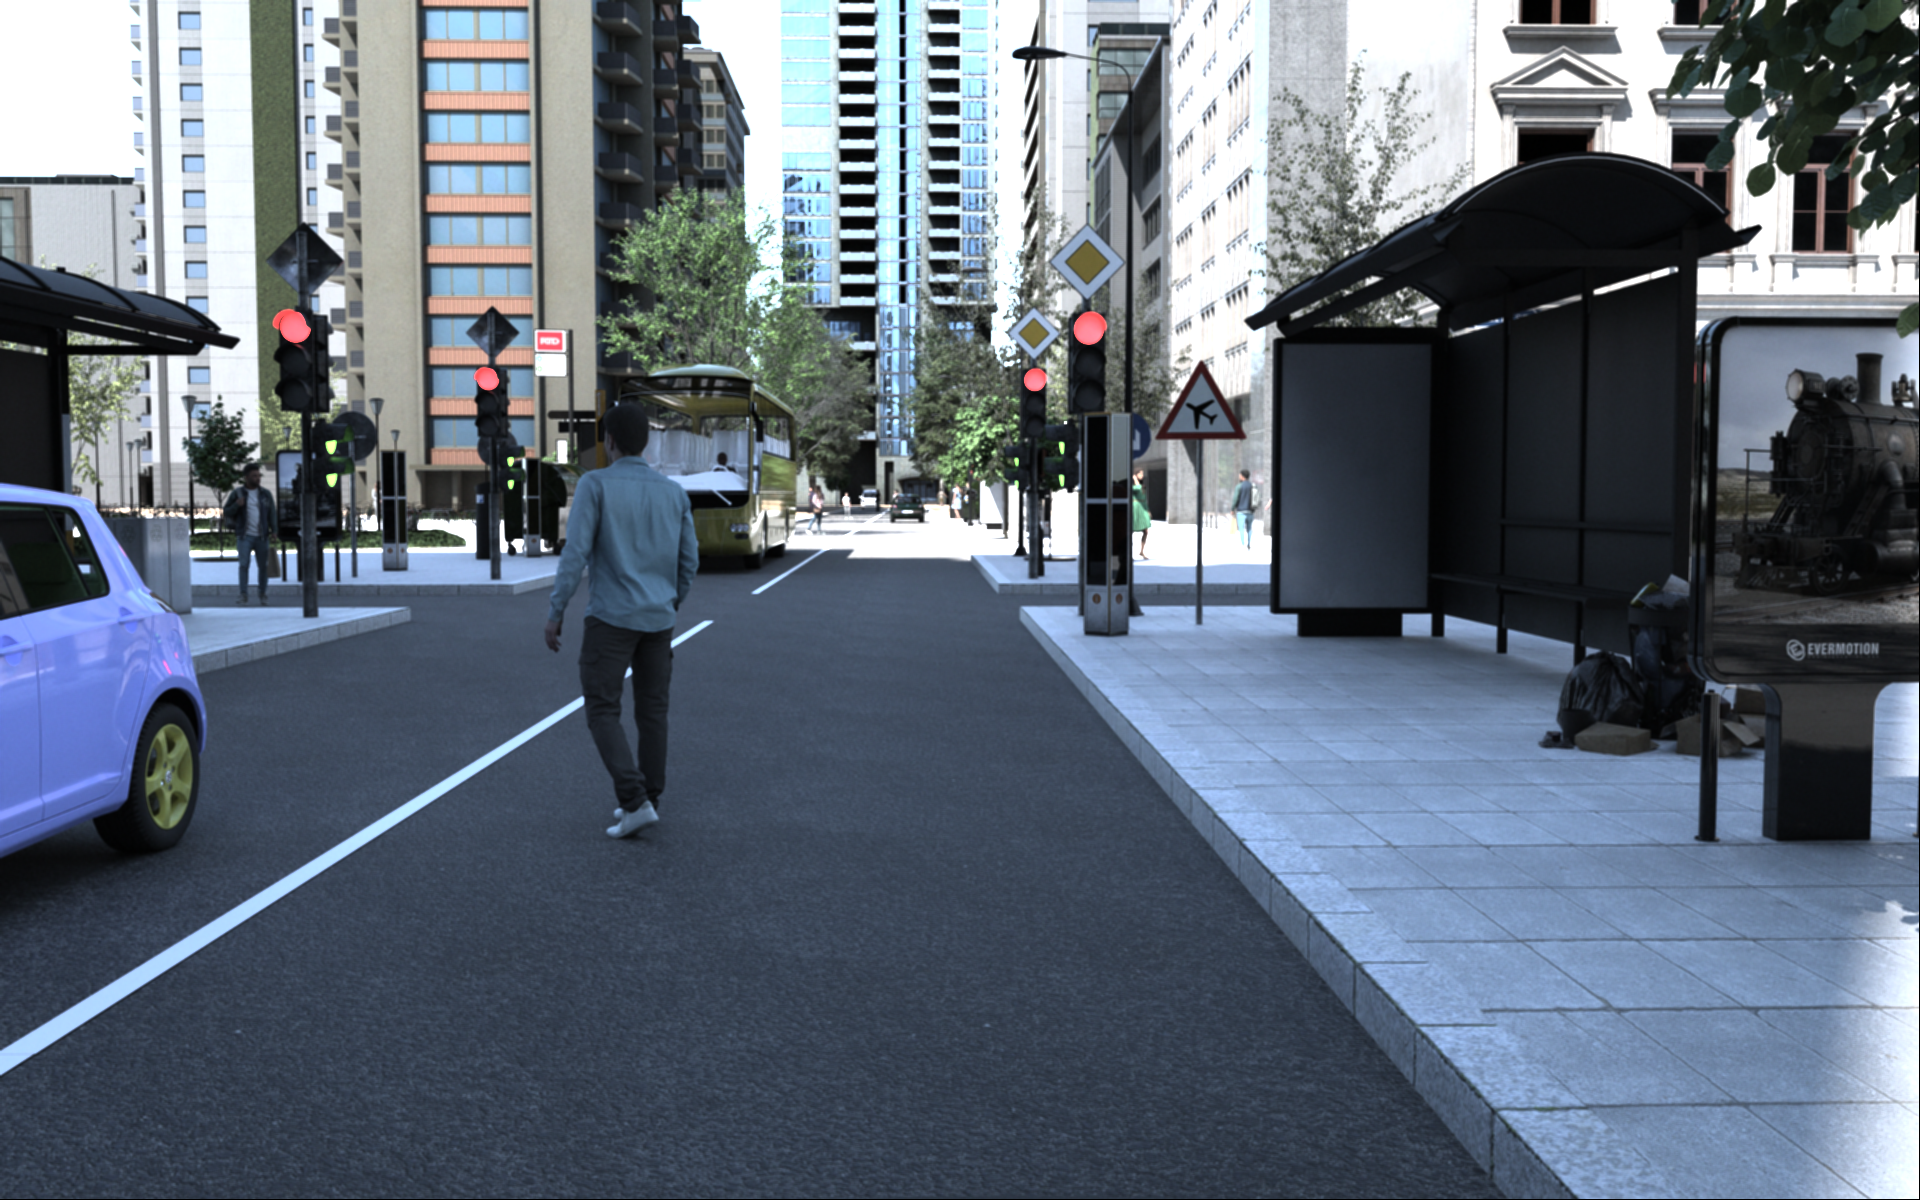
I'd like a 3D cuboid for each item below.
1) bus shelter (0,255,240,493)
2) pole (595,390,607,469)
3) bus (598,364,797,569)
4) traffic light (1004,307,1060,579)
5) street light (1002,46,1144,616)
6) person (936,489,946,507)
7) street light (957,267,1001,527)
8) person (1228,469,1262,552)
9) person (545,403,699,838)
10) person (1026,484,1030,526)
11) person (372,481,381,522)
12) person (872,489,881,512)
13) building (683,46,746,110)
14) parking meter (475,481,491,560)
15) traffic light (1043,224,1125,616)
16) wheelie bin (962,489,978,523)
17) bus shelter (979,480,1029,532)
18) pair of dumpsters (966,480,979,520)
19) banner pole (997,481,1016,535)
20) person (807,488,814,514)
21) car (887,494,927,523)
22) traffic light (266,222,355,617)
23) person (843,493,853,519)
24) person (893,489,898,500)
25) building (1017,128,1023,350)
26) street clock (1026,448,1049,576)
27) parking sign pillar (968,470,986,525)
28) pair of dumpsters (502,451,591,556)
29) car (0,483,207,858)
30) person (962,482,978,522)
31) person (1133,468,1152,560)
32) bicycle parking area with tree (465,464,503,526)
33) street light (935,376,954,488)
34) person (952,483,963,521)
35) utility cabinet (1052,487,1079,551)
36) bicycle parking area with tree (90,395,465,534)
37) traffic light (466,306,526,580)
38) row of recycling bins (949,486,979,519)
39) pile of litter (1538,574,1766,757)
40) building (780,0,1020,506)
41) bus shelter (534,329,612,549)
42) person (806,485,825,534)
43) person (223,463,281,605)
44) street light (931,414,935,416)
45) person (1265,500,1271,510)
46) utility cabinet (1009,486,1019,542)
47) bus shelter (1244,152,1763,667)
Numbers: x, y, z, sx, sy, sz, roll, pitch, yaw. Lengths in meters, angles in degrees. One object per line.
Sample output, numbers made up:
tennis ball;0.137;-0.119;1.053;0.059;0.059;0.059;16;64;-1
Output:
bus shelter;-8.263;-1.285;14.938;2.014;3.302;5.546;0;4;-2
pole;-7.018;-2.450;33.908;0.158;3.312;0.155;0;3;0
bus;-5.081;-2.743;36.390;2.896;3.916;12.252;0;4;-2
traffic light;1.092;-2.277;26.155;0.839;4.253;0.868;0;4;-2
street light;1.234;-2.790;18.158;1.470;5.913;1.316;0;4;-2
person;-1.824;-10.161;172.178;1.348;1.824;0.705;2;4;30
street light;0.719;-3.856;35.593;1.470;5.913;1.316;0;4;-2
person;6.249;-1.970;38.242;0.794;1.824;0.713;0;4;3
person;-1.399;0.070;7.372;0.660;1.820;0.620;-3;5;-44
person;2.217;-2.991;55.222;0.850;1.792;0.678;1;4;15
person;-22.192;-3.674;66.379;0.573;1.790;0.520;3;4;38
person;-6.709;-8.095;140.874;0.705;1.822;1.348;-2;4;-32
building;-38.193;-37.691;205.482;27.495;52.752;28.713;0;4;-2
parking meter;-9.323;-1.565;34.003;0.372;1.533;0.369;0;3;0
traffic light;1.304;-1.789;18.173;0.839;4.253;0.868;0;4;-2
wheelie bin;0.444;-4.213;76.792;0.693;1.594;0.980;0;4;2
bus shelter;1.529;-3.990;59.153;2.014;3.302;5.546;0;4;-2
pair of dumpsters;1.115;-4.941;83.273;1.574;2.255;4.437;0;4;-2
banner pole;1.568;-3.920;54.104;0.863;3.779;0.401;2;4;24
person;-9.637;-6.451;112.434;0.530;1.710;0.541;-1;4;-10
car;-2.687;-4.768;87.740;2.009;1.686;4.222;0;4;-2
traffic light;-6.754;-1.775;17.944;0.839;4.253;0.868;0;4;-2
person;-6.443;-5.397;99.339;0.503;1.515;0.523;-3;5;-43
person;-3.609;-5.527;99.696;0.563;1.720;0.643;3;4;36
building;21.975;-35.734;203.858;30.456;49.044;23.786;0;4;-2
street clock;1.194;-1.374;27.034;0.358;2.002;0.471;2;4;30
parking sign pillar;1.049;-5.155;72.749;1.447;3.967;1.447;0;4;4
pair of dumpsters;-8.971;-2.171;37.996;1.574;2.255;4.437;0;4;-1
car;-3.996;0.239;5.678;1.945;1.707;3.694;0;4;-1
person;0.457;-4.405;78.023;0.822;1.834;0.622;-1;4;-18
person;3.455;-1.681;33.774;0.529;1.795;0.600;3;5;39
bicycle parking area with tree;-17.244;-5.115;70.628;8.231;4.147;9.016;-3;5;-39
street light;-0.134;-5.841;68.037;1.470;5.913;1.316;0;4;-2
person;-0.072;-4.555;80.606;0.616;1.811;0.778;-1;4;-23
utility cabinet;2.641;-1.811;38.286;1.173;1.500;0.318;2;4;25
bicycle parking area with tree;-19.971;-3.924;51.160;8.231;4.147;9.016;0;4;-3
traffic light;-6.966;-2.263;25.927;0.839;4.253;0.868;0;4;-2
row of recycling bins;0.597;-5.083;90.212;1.069;1.692;3.534;2;4;30
pile of litter;3.825;0.309;8.907;1.719;0.858;1.176;0;4;6
building;-8.742;-54.386;201.889;31.000;86.520;22.319;0;4;-2
bus shelter;-9.338;-4.117;44.942;2.179;5.291;8.768;0;4;-2
person;-5.147;-3.224;61.810;0.643;1.750;0.593;1;4;13
person;-9.014;-0.839;22.203;0.794;1.824;0.713;-1;4;-12
street light;-0.991;-7.851;100.905;1.470;5.913;1.316;0;4;-2
person;9.059;-2.613;49.443;0.731;1.740;0.598;2;4;32
utility cabinet;1.473;-2.278;45.916;0.318;1.500;1.173;0;4;6
bus shelter;3.657;-1.169;13.039;2.014;3.302;5.546;0;4;-2
